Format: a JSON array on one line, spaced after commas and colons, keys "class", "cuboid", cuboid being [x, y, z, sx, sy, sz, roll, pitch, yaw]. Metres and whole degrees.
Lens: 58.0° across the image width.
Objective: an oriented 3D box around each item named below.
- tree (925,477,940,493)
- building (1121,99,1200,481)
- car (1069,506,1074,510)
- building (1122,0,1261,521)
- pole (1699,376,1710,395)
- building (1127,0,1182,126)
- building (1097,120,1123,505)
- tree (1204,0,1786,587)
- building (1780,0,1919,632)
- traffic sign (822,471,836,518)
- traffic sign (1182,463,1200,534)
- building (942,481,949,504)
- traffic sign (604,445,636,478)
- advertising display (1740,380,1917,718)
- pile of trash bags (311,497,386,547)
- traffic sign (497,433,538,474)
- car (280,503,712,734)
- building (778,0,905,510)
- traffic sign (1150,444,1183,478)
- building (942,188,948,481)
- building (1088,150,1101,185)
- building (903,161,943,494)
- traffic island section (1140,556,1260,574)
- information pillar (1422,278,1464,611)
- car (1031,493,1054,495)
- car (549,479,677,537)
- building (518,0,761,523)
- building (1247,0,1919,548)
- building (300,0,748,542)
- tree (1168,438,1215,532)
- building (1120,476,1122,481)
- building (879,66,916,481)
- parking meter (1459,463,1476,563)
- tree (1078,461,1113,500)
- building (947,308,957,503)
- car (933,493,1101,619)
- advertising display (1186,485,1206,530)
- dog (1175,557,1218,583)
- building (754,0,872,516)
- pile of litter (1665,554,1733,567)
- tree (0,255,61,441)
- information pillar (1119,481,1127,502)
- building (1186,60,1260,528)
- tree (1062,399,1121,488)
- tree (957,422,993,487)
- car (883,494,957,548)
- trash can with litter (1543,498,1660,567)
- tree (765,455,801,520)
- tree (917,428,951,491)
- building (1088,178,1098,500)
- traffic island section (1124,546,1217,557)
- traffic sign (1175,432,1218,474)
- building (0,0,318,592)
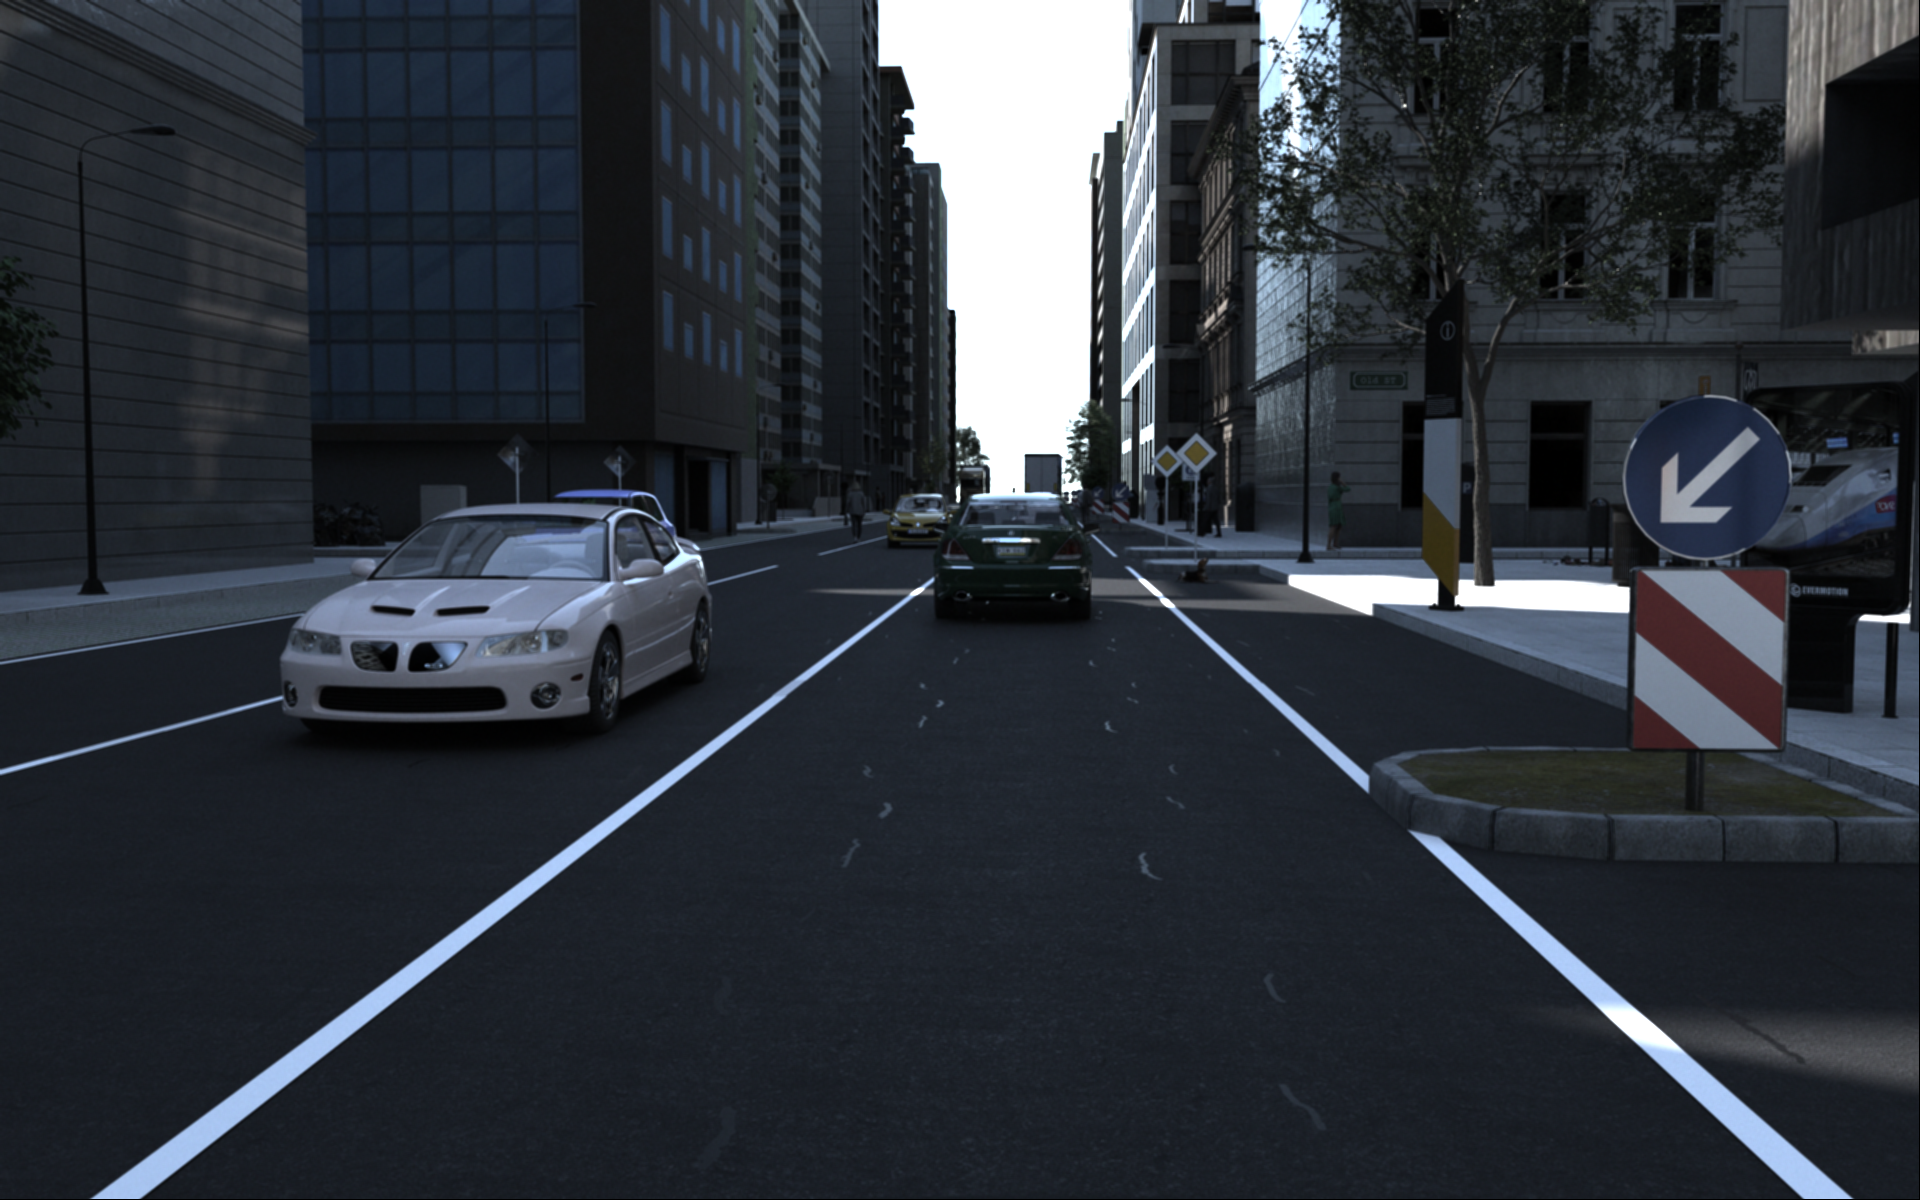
[{"class": "tree", "cuboid": [-3.071, -12.542, 199.664, 1.663, 3.219, 1.824, 0, 3, 0]}, {"class": "building", "cuboid": [24.066, -30.515, 182.522, 14.154, 41.232, 14.086, 0, 4, 3]}, {"class": "car", "cuboid": [2.919, -2.913, 59.981, 2.083, 1.381, 4.827, 0, 4, 3]}, {"class": "building", "cuboid": [19.616, -17.952, 98.028, 19.350, 26.468, 34.151, 0, 4, 3]}, {"class": "pole", "cuboid": [12.889, -2.216, 30.077, 0.158, 3.312, 0.155, 0, 3, 0]}, {"class": "building", "cuboid": [27.137, -33.469, 136.462, 28.713, 52.752, 27.495, 0, 4, 3]}, {"class": "building", "cuboid": [28.537, -36.504, 220.548, 21.300, 48.544, 21.600, 0, 4, 3]}, {"class": "tree", "cuboid": [7.429, -5.489, 24.151, 8.767, 10.594, 7.601, 1, 4, 16]}, {"class": "building", "cuboid": [14.075, -14.704, 12.120, 14.160, 30.474, 14.107, 0, 4, 3]}, {"class": "traffic sign", "cuboid": [-7.156, -5.776, 94.544, 0.768, 2.556, 0.104, 1, 4, 11]}, {"class": "traffic sign", "cuboid": [7.421, -3.272, 55.627, 0.606, 2.300, 0.079, 1, 4, 9]}, {"class": "building", "cuboid": [-17.933, -32.766, 227.607, 32.217, 40.220, 23.993, 0, 4, 3]}, {"class": "traffic sign", "cuboid": [-8.110, -2.390, 41.269, 0.795, 2.593, 0.064, 0, 4, 3]}, {"class": "advertising display", "cuboid": [5.098, -0.307, 10.232, 0.123, 1.923, 0.974, -2, 4, -35]}, {"class": "pile of trash bags", "cuboid": [-15.946, -2.000, 42.450, 3.447, 1.369, 1.912, -2, 4, -26]}, {"class": "traffic sign", "cuboid": [-8.509, -1.902, 33.294, 0.795, 2.593, 0.064, 0, 4, 3]}, {"class": "car", "cuboid": [-2.943, 0.028, 11.907, 2.083, 1.381, 4.827, 0, 4, 3]}, {"class": "building", "cuboid": [-15.384, -43.517, 149.750, 20.563, 71.187, 20.611, 0, 4, 3]}, {"class": "traffic sign", "cuboid": [4.867, -2.349, 40.602, 0.795, 2.593, 0.064, 0, 4, 3]}, {"class": "building", "cuboid": [-8.980, -36.451, 246.089, 14.600, 45.320, 14.200, 0, 4, 3]}, {"class": "building", "cuboid": [33.745, -40.957, 258.884, 28.713, 52.752, 27.495, 0, 4, 3]}, {"class": "building", "cuboid": [-9.549, -32.060, 207.782, 14.154, 41.232, 14.086, 0, 4, 3]}, {"class": "traffic island section", "cuboid": [4.492, -0.638, 32.708, 2.009, 0.180, 2.903, 0, 4, 3]}, {"class": "information pillar", "cuboid": [5.330, -1.697, 19.095, 0.183, 3.616, 0.504, -2, 4, -31]}, {"class": "car", "cuboid": [3.953, -4.502, 83.193, 1.945, 1.707, 3.694, 0, 4, 5]}, {"class": "car", "cuboid": [-5.215, -0.938, 24.921, 1.945, 1.707, 3.694, 0, 4, 4]}, {"class": "building", "cuboid": [-16.764, -23.880, 74.031, 14.154, 41.232, 14.086, 0, 4, 3]}, {"class": "building", "cuboid": [30.755, -16.579, 47.480, 44.131, 29.872, 17.030, 0, 4, 3]}, {"class": "building", "cuboid": [-14.535, -24.560, 51.666, 14.600, 45.320, 14.200, 0, 4, 3]}, {"class": "tree", "cuboid": [7.771, -3.981, 59.684, 1.663, 3.219, 1.824, 0, 3, 0]}, {"class": "building", "cuboid": [31.458, -28.775, 162.356, 32.217, 40.220, 23.993, 0, 4, 3]}, {"class": "building", "cuboid": [-16.056, -31.846, 175.313, 22.147, 44.769, 28.867, 0, 4, 3]}, {"class": "parking meter", "cuboid": [9.508, -1.622, 32.228, 0.255, 1.863, 0.399, -3, 5, -41]}, {"class": "tree", "cuboid": [13.575, -11.558, 172.681, 4.285, 4.588, 4.351, 0, 3, 0]}, {"class": "building", "cuboid": [-7.834, -29.904, 260.630, 14.160, 30.474, 14.107, 0, 4, 3]}, {"class": "car", "cuboid": [0.686, -0.586, 21.384, 2.131, 1.459, 4.920, 0, 4, 3]}, {"class": "advertising display", "cuboid": [8.650, -3.512, 62.635, 0.974, 1.923, 0.123, 0, 4, -2]}, {"class": "dog", "cuboid": [3.841, -0.489, 28.186, 0.550, 0.427, 0.748, -1, 4, -13]}, {"class": "building", "cuboid": [-23.314, -26.723, 128.802, 32.217, 40.220, 23.993, 0, 4, 3]}, {"class": "pile of litter", "cuboid": [11.509, -0.807, 27.164, 1.176, 0.858, 1.719, -1, 4, -12]}, {"class": "tree", "cuboid": [-11.543, -2.136, 18.646, 4.285, 4.588, 4.351, 0, 3, 0]}, {"class": "information pillar", "cuboid": [9.450, -5.865, 100.390, 0.304, 2.012, 0.304, 3, 5, 40]}, {"class": "building", "cuboid": [15.393, -12.669, 71.761, 10.561, 19.102, 19.286, 0, 4, 3]}, {"class": "tree", "cuboid": [15.813, -17.672, 207.060, 7.486, 12.596, 7.792, 0, 3, 0]}, {"class": "tree", "cuboid": [0.772, -21.958, 276.020, 9.611, 12.733, 9.660, 0, 3, 0]}, {"class": "car", "cuboid": [-1.067, -2.268, 47.307, 2.015, 1.641, 3.980, 0, 4, 1]}, {"class": "trash can with litter", "cuboid": [11.453, -1.244, 31.399, 1.678, 1.210, 2.233, -1, 4, -13]}, {"class": "tree", "cuboid": [-8.782, -5.566, 85.598, 1.663, 3.219, 1.824, 0, 3, 0]}, {"class": "tree", "cuboid": [-2.705, -14.884, 193.710, 4.737, 8.622, 4.395, 0, 3, 0]}, {"class": "building", "cuboid": [24.835, -36.001, 238.720, 14.600, 45.320, 14.200, 0, 4, 3]}, {"class": "traffic island section", "cuboid": [4.891, -1.126, 40.683, 2.009, 0.180, 2.903, 0, 4, 3]}, {"class": "traffic sign", "cuboid": [4.468, -1.862, 32.627, 0.795, 2.593, 0.064, 0, 4, 3]}, {"class": "building", "cuboid": [-27.009, -15.244, 26.734, 29.804, 29.767, 11.434, 0, 4, 3]}]
